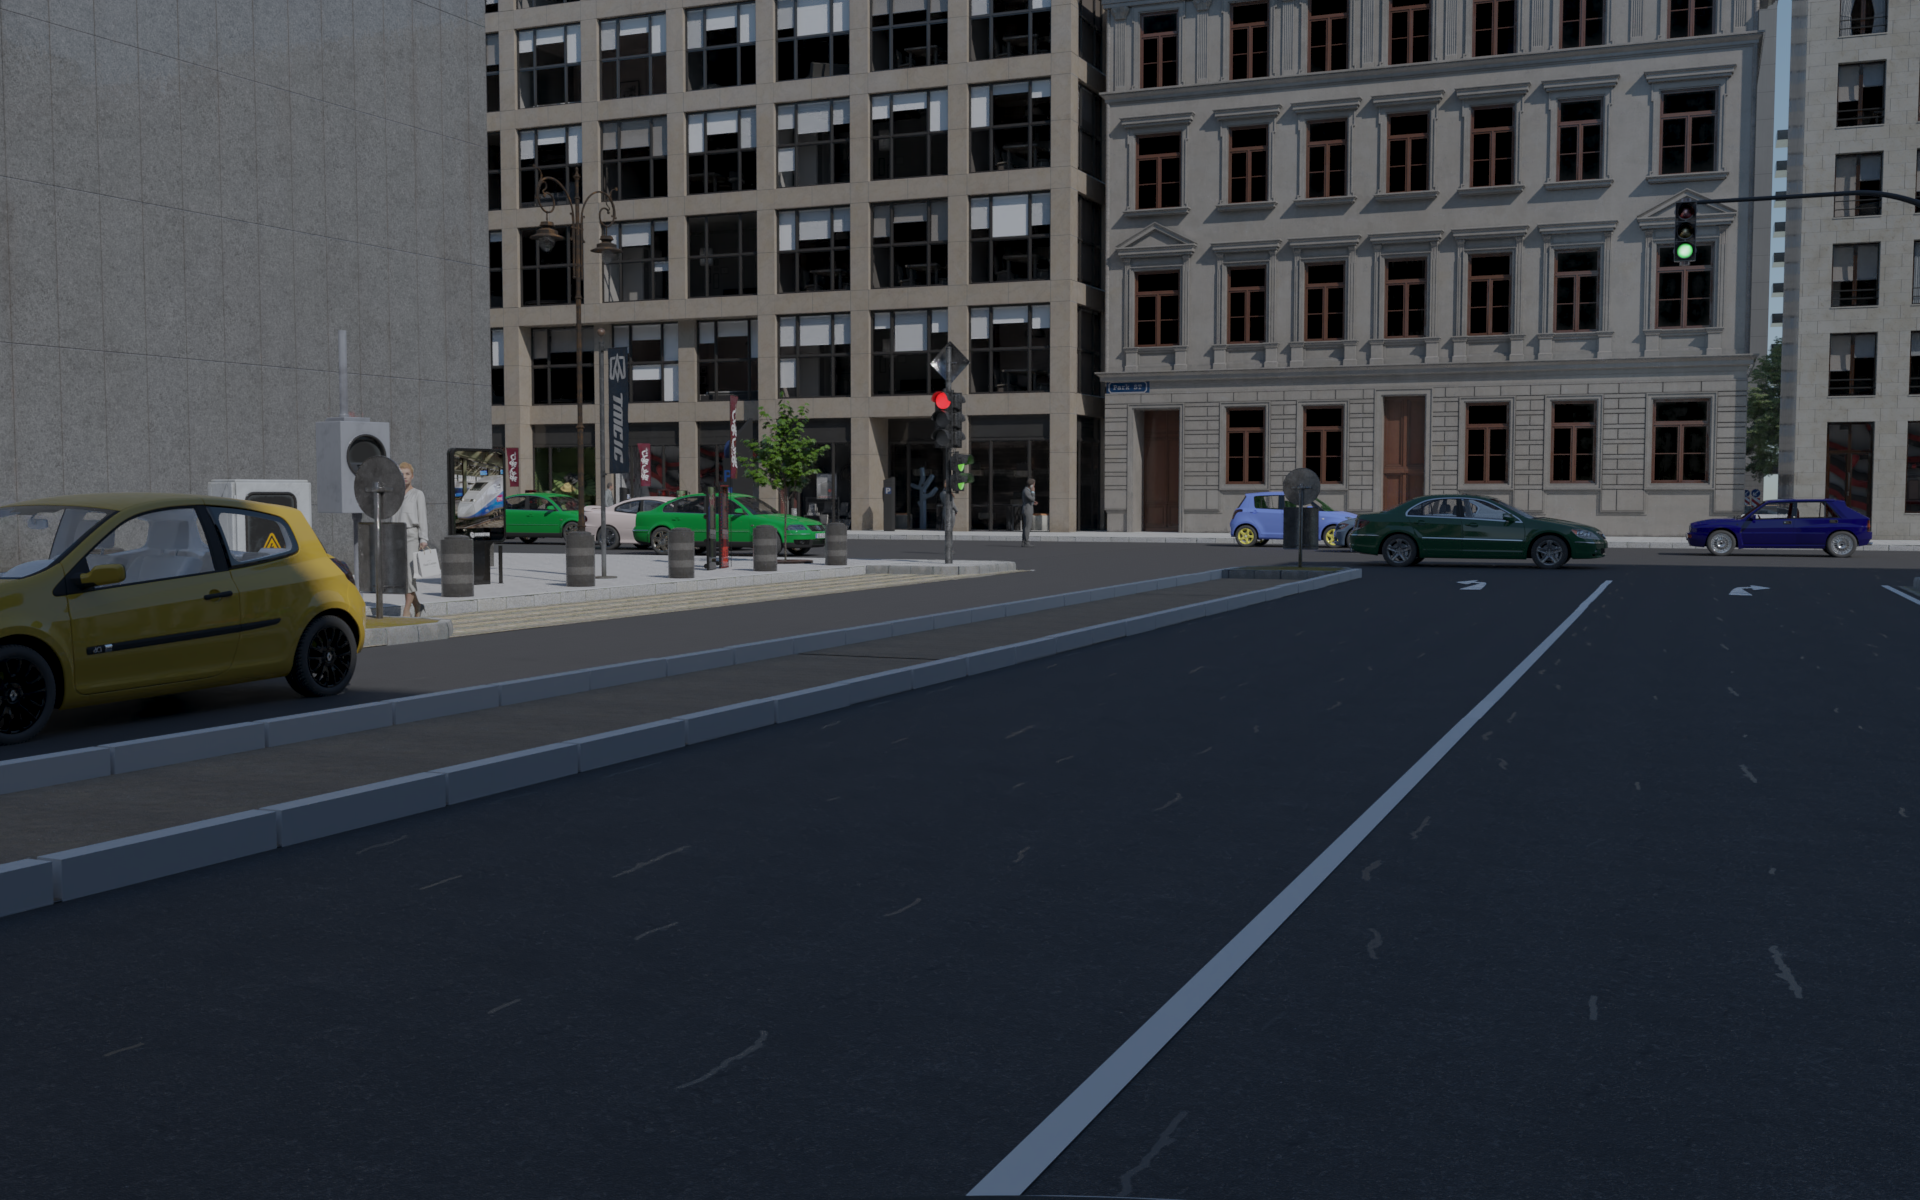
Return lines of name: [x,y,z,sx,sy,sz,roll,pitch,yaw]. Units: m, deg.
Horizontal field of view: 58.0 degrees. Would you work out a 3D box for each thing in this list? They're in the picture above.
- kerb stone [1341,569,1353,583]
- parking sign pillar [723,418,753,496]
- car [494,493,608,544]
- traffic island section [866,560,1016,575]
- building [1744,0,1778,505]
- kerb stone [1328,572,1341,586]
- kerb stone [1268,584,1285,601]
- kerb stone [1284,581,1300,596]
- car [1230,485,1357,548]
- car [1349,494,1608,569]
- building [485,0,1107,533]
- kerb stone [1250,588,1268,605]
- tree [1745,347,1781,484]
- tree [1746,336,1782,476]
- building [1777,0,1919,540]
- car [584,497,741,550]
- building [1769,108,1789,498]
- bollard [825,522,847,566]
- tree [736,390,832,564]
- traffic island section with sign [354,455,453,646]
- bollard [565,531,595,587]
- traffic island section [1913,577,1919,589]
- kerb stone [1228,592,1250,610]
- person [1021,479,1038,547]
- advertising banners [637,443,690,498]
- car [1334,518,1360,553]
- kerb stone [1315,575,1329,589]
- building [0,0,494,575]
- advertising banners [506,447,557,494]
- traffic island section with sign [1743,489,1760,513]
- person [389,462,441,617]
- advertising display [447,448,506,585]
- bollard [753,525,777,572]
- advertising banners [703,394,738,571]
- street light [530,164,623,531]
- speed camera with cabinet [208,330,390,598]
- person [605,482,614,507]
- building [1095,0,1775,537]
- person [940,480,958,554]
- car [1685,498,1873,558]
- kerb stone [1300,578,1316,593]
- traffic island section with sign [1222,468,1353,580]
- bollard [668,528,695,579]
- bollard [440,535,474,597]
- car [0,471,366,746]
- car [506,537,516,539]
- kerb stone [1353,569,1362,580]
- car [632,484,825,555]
kerb stone: [6.235,-0.375,28.321,0.120,0.150,1.000,1,4,23]
parking sign pillar: [-7.815,-4.435,60.991,1.447,3.967,1.447,2,4,26]
car: [-11.760,-2.501,49.688,4.718,1.807,1.959,2,4,23]
traffic island section: [-0.225,-0.593,31.976,2.009,0.180,2.903,1,4,23]
building: [81.793,-40.773,208.631,28.212,58.520,21.231,1,4,23]
kerb stone: [5.830,-0.317,27.378,0.120,0.150,1.000,1,4,23]
kerb stone: [4.225,-0.076,23.589,0.120,0.150,1.000,1,4,23]
kerb stone: [4.623,-0.144,24.544,0.120,0.150,1.000,1,4,23]
car: [9.217,-2.288,46.999,3.694,1.707,1.945,2,4,23]
car: [10.229,-1.378,34.331,4.920,1.459,2.131,1,4,22]
building: [-8.259,-16.380,72.331,34.151,26.468,19.350,1,4,23]
kerb stone: [3.821,-0.025,22.647,0.120,0.150,1.000,1,4,23]
tree: [60.079,-12.438,125.418,6.751,12.117,7.091,0,3,0]
tree: [56.297,-12.169,117.082,7.486,12.596,7.792,0,3,0]
building: [33.445,-11.951,50.147,16.860,20.320,10.420,1,4,23]
car: [-7.487,-1.985,44.816,4.827,1.381,2.083,1,4,22]
building: [109.602,-35.386,198.163,30.456,49.044,23.786,1,4,23]
bollard: [-2.233,-1.009,31.218,0.404,0.777,0.398,0,3,0]
tree: [-3.283,-2.304,32.280,1.663,3.219,1.824,0,3,0]
traffic island section with sign: [-6.167,-0.519,17.111,1.989,1.847,2.006,1,4,23]
bollard: [-5.273,-0.571,24.056,0.404,0.777,0.398,0,3,0]
traffic island section: [15.231,-0.192,25.426,2.009,0.180,2.903,1,4,23]
kerb stone: [3.422,0.031,21.693,0.120,0.150,1.000,1,4,23]
person: [1.885,-2.353,46.777,0.447,1.846,0.655,-1,4,-10]
advertising banners: [-10.223,-3.890,59.781,2.074,3.025,0.090,-3,5,-41]
car: [11.420,-1.853,42.296,4.499,1.417,2.014,2,4,23]
kerb stone: [5.436,-0.257,26.427,0.120,0.150,1.000,1,4,23]
building: [-19.753,-12.861,28.307,19.932,24.808,12.078,1,4,23]
advertising banners: [-16.034,-4.197,64.808,2.074,3.025,0.090,1,4,15]
traffic island section with sign: [72.060,-9.202,159.087,1.989,1.847,2.006,1,4,23]
person: [-6.046,-0.627,19.097,0.694,1.780,0.624,2,4,30]
advertising display: [-6.811,-1.176,24.440,0.123,1.923,0.974,2,4,32]
bollard: [-3.244,-0.863,28.830,0.404,0.777,0.398,0,3,0]
advertising banners: [-4.093,-2.060,29.865,0.090,3.025,2.074,1,4,8]
street light: [-5.420,-3.173,24.673,0.468,5.910,1.993,1,4,23]
speed camera with cabinet: [-7.740,-1.592,20.368,0.660,3.252,2.038,3,4,38]
person: [-11.453,-2.929,56.493,0.391,1.810,0.635,-1,4,-14]
building: [15.854,-13.594,58.417,21.152,22.565,11.583,1,4,23]
person: [-0.201,-1.991,41.328,0.573,1.790,0.520,-3,5,-43]
car: [18.937,-1.687,40.170,3.894,1.354,1.945,1,4,22]
kerb stone: [5.032,-0.197,25.484,0.120,0.150,1.000,1,4,23]
traffic island section with sign: [5.717,-1.320,29.719,2.006,1.907,1.989,1,4,23]
bollard: [-4.258,-0.718,26.450,0.404,0.777,0.398,0,3,0]
bollard: [-6.290,-0.425,21.669,0.404,0.777,0.398,0,3,0]
car: [-5.740,-0.063,11.262,2.015,1.641,3.980,1,4,21]
car: [-15.821,-2.592,54.958,3.894,1.354,1.945,2,4,25]
kerb stone: [6.642,-0.433,29.278,0.120,0.150,1.000,1,4,23]
car: [-5.382,-1.955,40.768,4.718,1.807,1.959,1,4,21]
